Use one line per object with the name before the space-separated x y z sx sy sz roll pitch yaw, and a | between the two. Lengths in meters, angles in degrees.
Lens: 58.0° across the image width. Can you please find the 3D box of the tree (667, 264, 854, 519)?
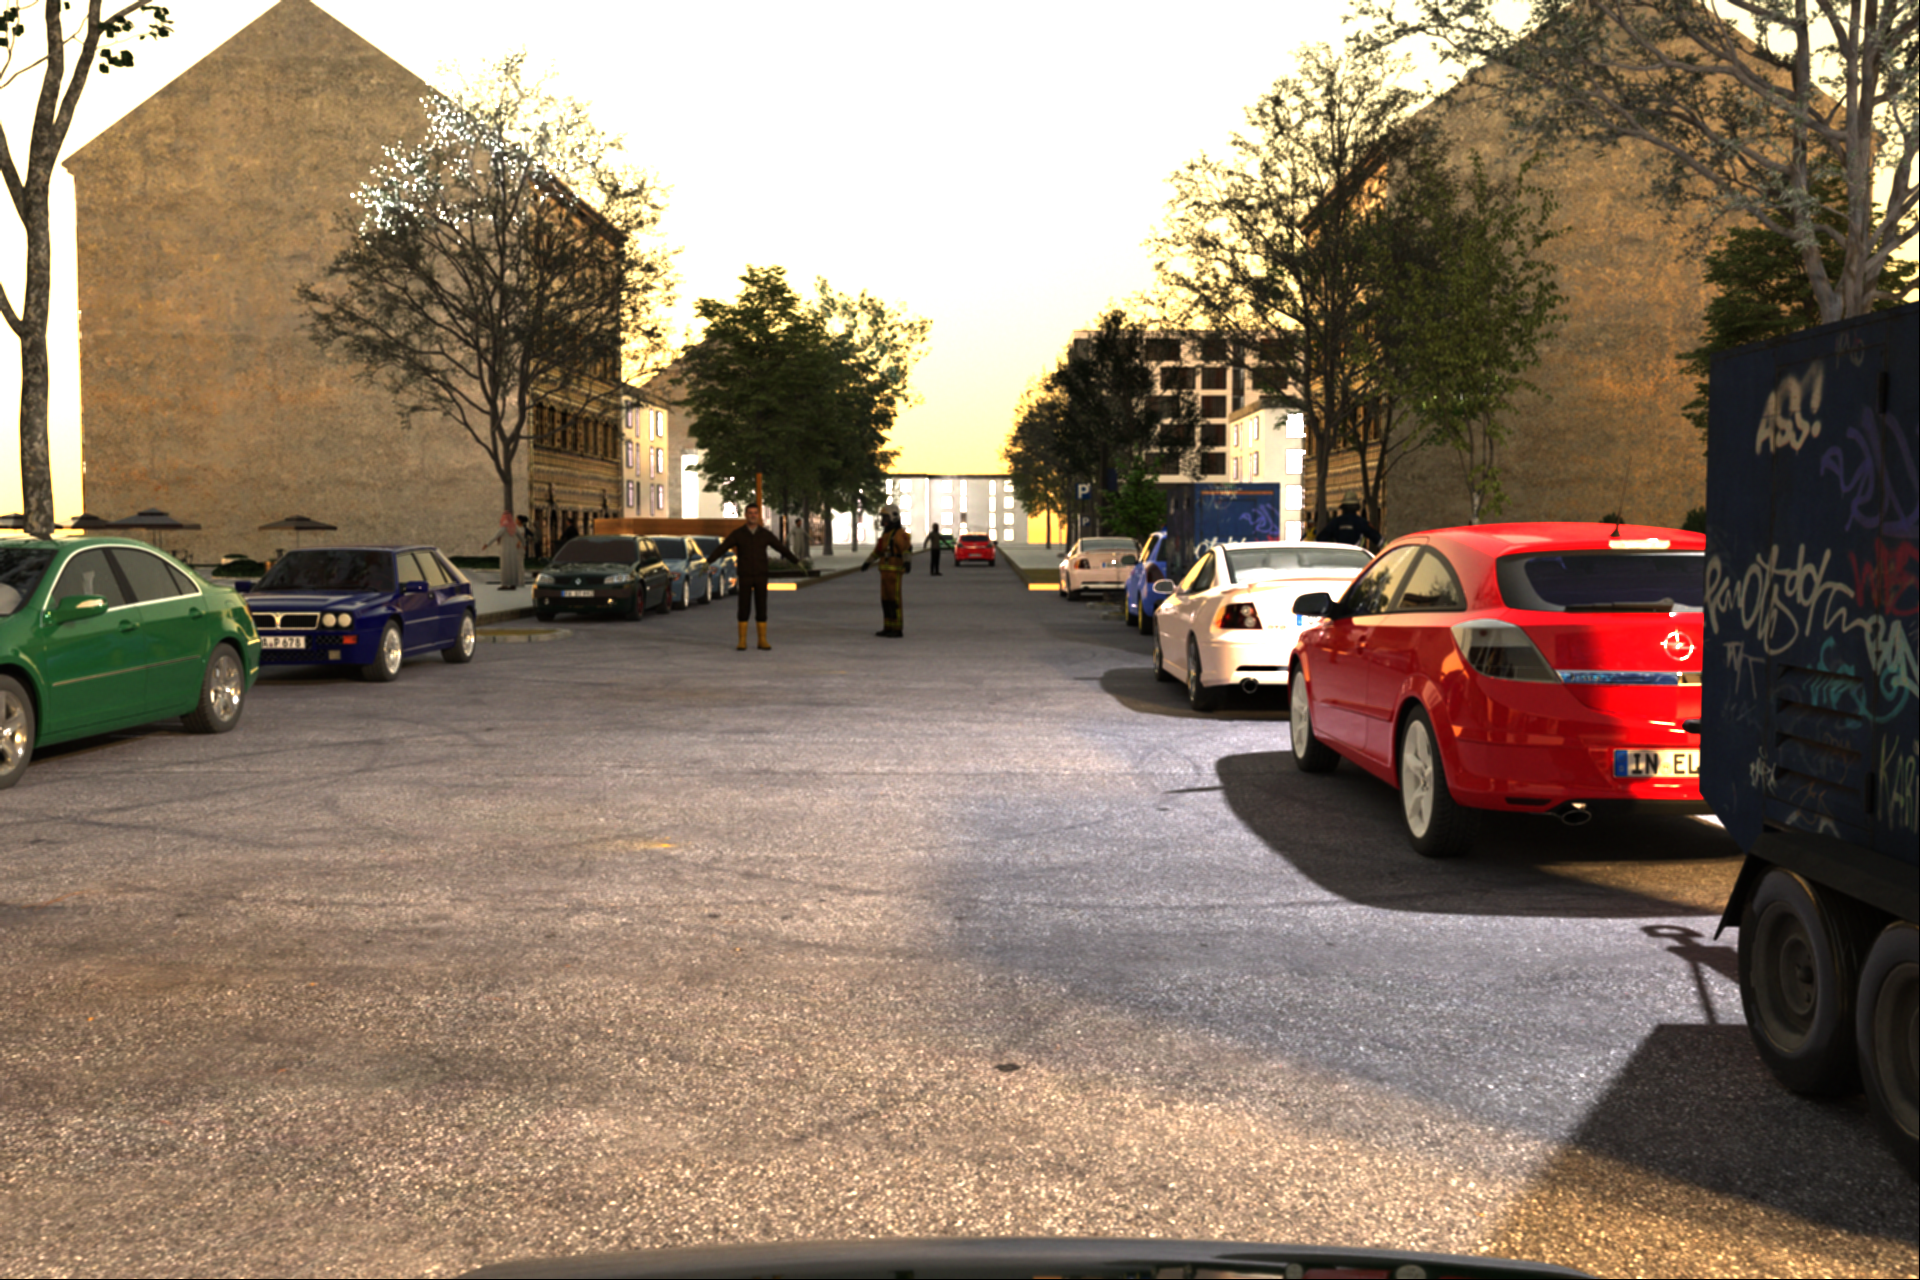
tree | -8.362 -9.462 72.833 7.486 12.596 7.792 0 3 0

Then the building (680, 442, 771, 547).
building | -23.085 -14.013 171.263 9.099 9.664 28.070 0 4 0

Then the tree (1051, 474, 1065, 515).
tree | 16.542 -20.230 241.137 12.009 13.543 11.850 0 3 0

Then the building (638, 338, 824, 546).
building | -25.307 -22.241 194.563 19.493 23.208 18.063 0 4 1

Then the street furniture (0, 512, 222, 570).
street furniture | -33.059 -3.019 54.398 14.083 1.986 27.439 0 4 4

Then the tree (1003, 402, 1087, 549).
tree | 7.136 -14.008 147.161 7.486 12.596 7.792 0 3 0

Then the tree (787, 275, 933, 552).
tree | -8.017 -16.536 126.245 12.611 20.169 13.585 0 3 0

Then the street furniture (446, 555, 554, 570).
street furniture | -15.996 -2.912 63.235 10.072 0.657 5.734 0 4 -7

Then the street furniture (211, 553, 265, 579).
street furniture | -20.030 -2.312 53.432 5.734 0.657 10.072 -2 4 -25

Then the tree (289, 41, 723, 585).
tree | -11.585 -8.173 43.995 12.009 13.543 11.850 0 3 0

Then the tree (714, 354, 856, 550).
tree | -8.743 -9.181 84.523 7.601 10.594 8.767 -1 4 -20

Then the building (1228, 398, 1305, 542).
building | 23.190 -10.098 107.258 9.099 9.664 28.070 0 4 0

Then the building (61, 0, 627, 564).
building | -26.713 -15.211 79.621 19.493 23.208 18.063 0 4 1

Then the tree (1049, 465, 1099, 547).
tree | 7.962 -10.580 123.351 4.360 8.622 3.978 0 3 0

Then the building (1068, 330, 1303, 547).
building | 25.624 -21.137 189.571 27.936 21.610 32.646 0 4 1

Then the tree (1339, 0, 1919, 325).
tree | 9.055 -6.557 17.581 12.009 13.543 11.850 0 3 0

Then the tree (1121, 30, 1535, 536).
tree | 9.046 -8.099 42.790 12.009 13.543 11.850 0 3 0

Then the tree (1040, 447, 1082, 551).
tree | 7.528 -11.097 131.790 4.360 8.622 3.978 0 3 0

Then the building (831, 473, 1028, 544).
building | -4.459 -18.031 239.414 28.070 9.664 9.099 0 4 2

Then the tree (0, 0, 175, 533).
tree | -13.246 -10.318 24.594 12.611 20.169 13.585 0 3 0

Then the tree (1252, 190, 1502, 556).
tree | 12.729 -7.810 53.443 9.928 11.665 9.643 0 3 0

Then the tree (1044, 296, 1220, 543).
tree | 6.785 -8.194 68.387 7.601 10.594 8.767 1 4 14

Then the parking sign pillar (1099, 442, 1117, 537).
parking sign pillar | 4.370 -3.848 51.385 1.447 3.967 1.447 0 4 1

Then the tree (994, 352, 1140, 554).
tree | 7.265 -12.458 114.053 12.009 13.543 11.850 0 3 0

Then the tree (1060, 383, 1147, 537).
tree | 6.327 -8.062 82.170 4.360 8.622 3.978 0 3 0

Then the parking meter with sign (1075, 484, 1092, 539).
parking meter with sign | 4.246 -3.843 59.101 0.543 3.016 1.738 0 4 1

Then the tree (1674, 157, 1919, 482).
tree | 25.646 -8.237 52.803 7.486 12.596 7.792 0 3 0

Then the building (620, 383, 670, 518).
building | -22.706 -10.188 108.723 9.099 9.664 28.070 0 4 1

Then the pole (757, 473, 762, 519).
pole | -6.721 -3.928 58.068 0.158 3.312 0.155 0 3 0

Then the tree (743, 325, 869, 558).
tree | -8.834 -10.782 94.412 7.486 12.596 7.792 0 3 0

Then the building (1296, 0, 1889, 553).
building | 25.933 -14.970 75.681 19.493 23.208 18.063 0 4 1

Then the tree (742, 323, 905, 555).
tree | -8.106 -12.095 104.412 9.857 13.997 8.962 0 3 0

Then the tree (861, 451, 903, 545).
tree | -7.090 -11.994 146.462 4.360 8.622 3.978 0 3 0

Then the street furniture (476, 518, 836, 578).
street furniture | -7.502 -2.719 51.306 9.812 1.723 11.010 3 5 43

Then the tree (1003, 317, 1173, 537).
tree | 7.556 -11.422 97.125 12.009 13.543 11.850 0 3 0

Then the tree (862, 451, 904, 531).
tree | -7.536 -12.292 151.330 4.360 8.622 3.978 0 3 0
